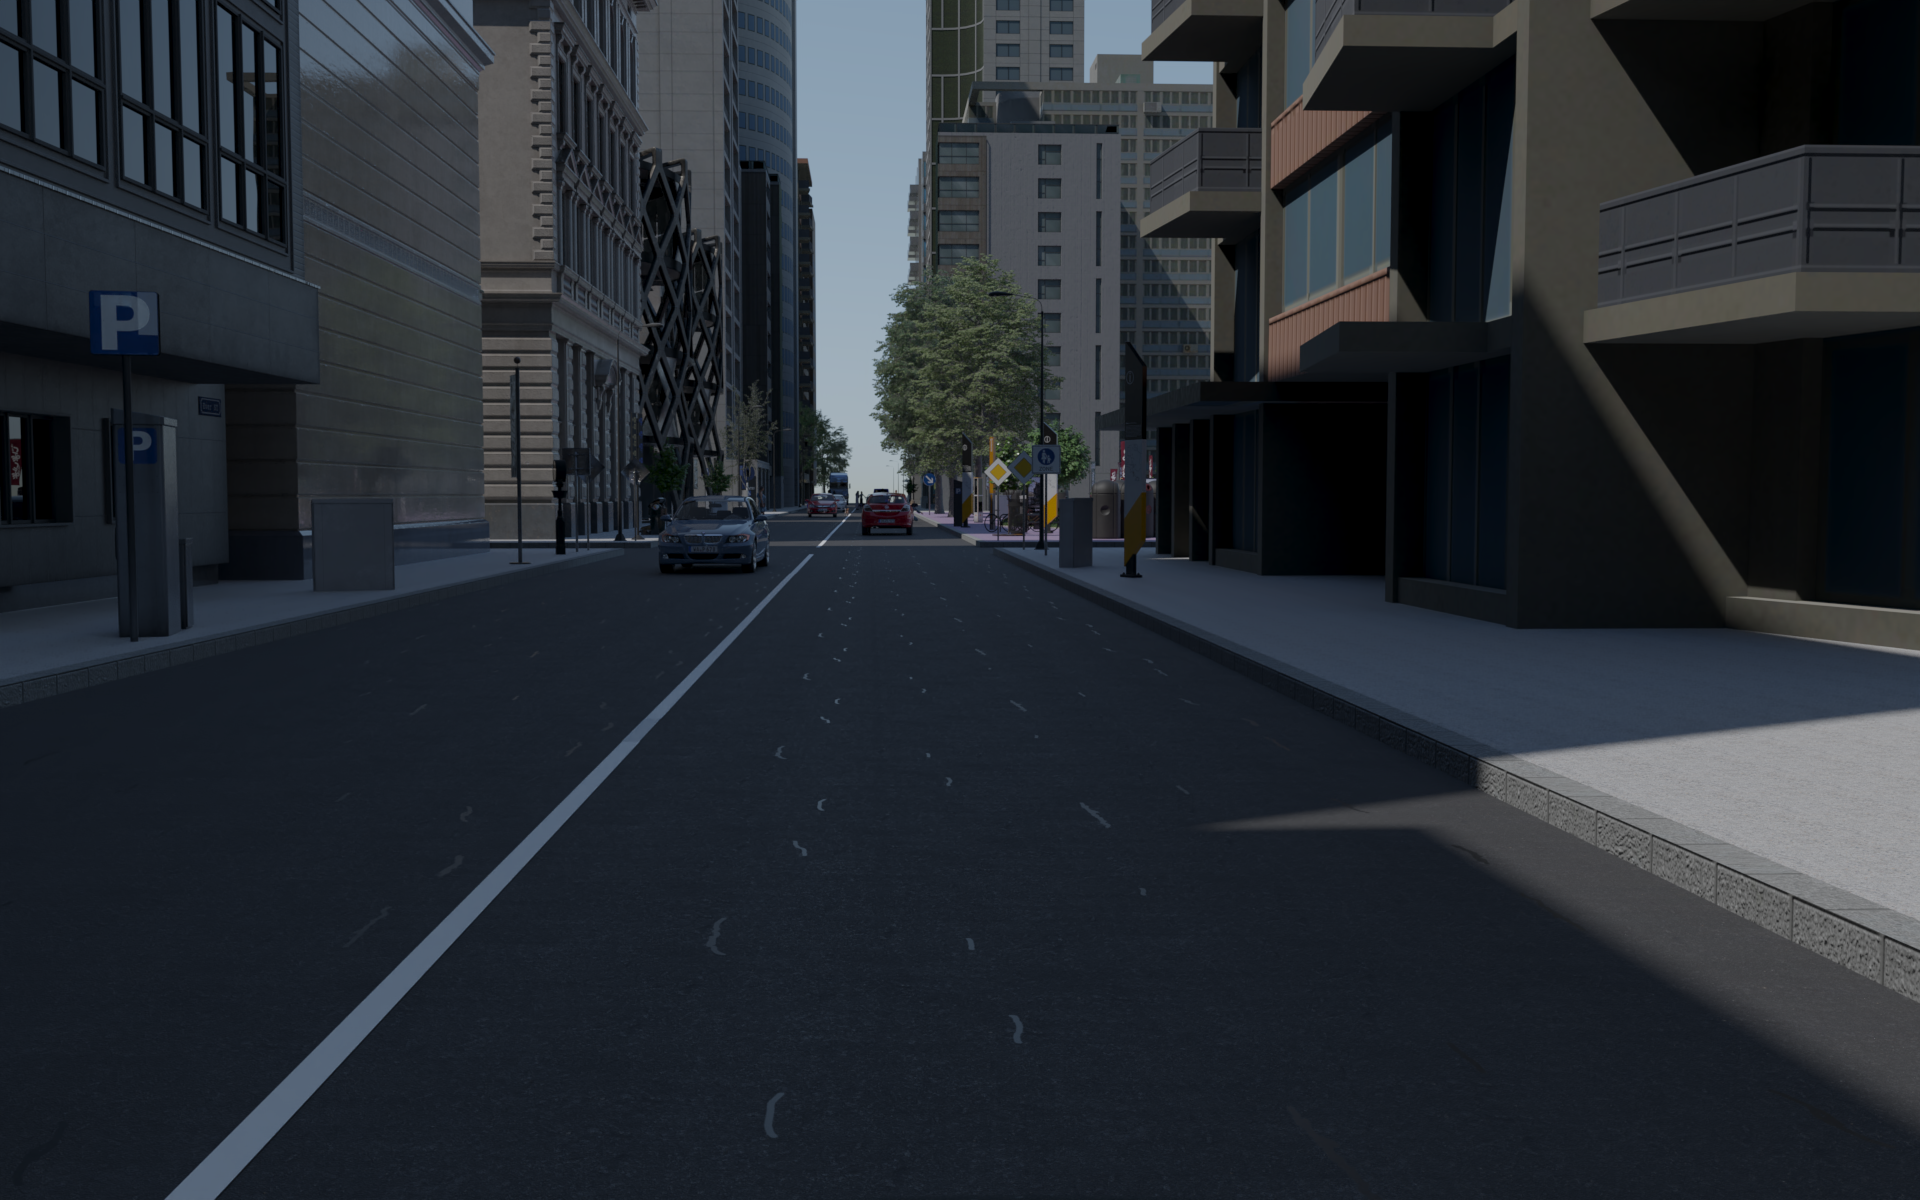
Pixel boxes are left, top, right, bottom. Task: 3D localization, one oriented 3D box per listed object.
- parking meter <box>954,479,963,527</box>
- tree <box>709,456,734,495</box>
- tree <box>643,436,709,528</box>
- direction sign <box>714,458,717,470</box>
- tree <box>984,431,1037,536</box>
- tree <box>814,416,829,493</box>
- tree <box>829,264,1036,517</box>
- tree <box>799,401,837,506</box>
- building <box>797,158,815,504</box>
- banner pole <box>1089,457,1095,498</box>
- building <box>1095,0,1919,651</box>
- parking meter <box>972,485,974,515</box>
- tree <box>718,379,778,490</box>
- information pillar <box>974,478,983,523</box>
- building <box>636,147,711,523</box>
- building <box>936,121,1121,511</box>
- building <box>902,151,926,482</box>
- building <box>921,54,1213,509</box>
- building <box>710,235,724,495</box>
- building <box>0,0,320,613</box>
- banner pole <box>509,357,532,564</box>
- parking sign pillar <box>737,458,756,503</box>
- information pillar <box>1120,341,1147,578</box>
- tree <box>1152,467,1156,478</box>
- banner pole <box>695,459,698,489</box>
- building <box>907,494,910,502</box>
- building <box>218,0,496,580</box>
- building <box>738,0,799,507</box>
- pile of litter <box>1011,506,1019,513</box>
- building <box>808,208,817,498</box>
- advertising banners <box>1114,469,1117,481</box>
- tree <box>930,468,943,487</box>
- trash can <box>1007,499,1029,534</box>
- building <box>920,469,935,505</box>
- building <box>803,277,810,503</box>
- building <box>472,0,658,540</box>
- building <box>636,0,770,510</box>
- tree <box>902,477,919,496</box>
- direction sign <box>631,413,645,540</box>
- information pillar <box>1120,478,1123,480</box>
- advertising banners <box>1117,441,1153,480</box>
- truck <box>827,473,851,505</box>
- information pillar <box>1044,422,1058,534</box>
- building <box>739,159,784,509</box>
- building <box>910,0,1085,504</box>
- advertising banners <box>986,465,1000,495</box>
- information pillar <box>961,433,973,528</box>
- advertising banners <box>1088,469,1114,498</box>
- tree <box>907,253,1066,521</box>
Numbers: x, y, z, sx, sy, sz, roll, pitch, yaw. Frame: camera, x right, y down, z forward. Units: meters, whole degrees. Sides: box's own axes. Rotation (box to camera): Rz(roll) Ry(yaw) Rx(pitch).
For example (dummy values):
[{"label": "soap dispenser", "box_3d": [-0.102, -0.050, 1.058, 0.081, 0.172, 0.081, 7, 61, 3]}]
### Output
[{"label": "parking meter", "box_3d": [-0.052, -3.831, 68.354, 0.399, 1.863, 0.255, 0, 4, 1]}, {"label": "tree", "box_3d": [-12.101, -5.676, 87.408, 1.663, 3.219, 1.824, 0, 3, 0]}, {"label": "tree", "box_3d": [-9.726, -3.875, 57.962, 1.663, 3.219, 1.824, 0, 3, 0]}, {"label": "direction sign", "box_3d": [-15.221, -7.108, 108.215, 0.379, 3.537, 0.876, -2, 4, -27]}, {"label": "tree", "box_3d": [1.396, -3.568, 52.933, 1.663, 3.219, 1.824, 0, 3, 0]}, {"label": "tree", "box_3d": [-21.974, -22.815, 279.677, 9.857, 13.997, 8.962, 0, 3, 0]}, {"label": "tree", "box_3d": [-0.395, -11.521, 95.017, 9.857, 13.997, 8.962, 0, 3, 0]}, {"label": "tree", "box_3d": [-17.643, -16.319, 192.578, 9.928, 11.665, 9.643, 0, 3, 0]}, {"label": "building", "box_3d": [-29.862, -34.580, 220.000, 22.147, 44.769, 28.867, 0, 4, -3]}, {"label": "banner pole", "box_3d": [8.881, -7.751, 116.740, 0.401, 3.779, 0.863, 3, 5, 41]}, {"label": "building", "box_3d": [14.464, -22.584, 23.878, 22.147, 44.769, 28.867, 0, 4, -3]}, {"label": "parking meter", "box_3d": [0.942, -6.148, 106.225, 0.255, 1.863, 0.399, 2, 4, 30]}, {"label": "tree", "box_3d": [-13.788, -9.881, 111.909, 4.360, 8.622, 3.978, 0, 3, 0]}, {"label": "information pillar", "box_3d": [0.824, -4.462, 77.444, 0.304, 2.012, 0.304, -3, 4, -37]}, {"label": "building", "box_3d": [-20.267, -12.711, 75.280, 16.820, 18.784, 16.811, 0, 4, -3]}, {"label": "building", "box_3d": [5.003, -22.417, 138.211, 14.160, 30.474, 14.107, 0, 4, -3]}, {"label": "building", "box_3d": [3.890, -38.136, 243.129, 23.786, 49.044, 30.456, 0, 4, -3]}, {"label": "building", "box_3d": [12.757, -28.473, 157.412, 32.217, 40.220, 23.993, 0, 4, -3]}, {"label": "building", "box_3d": [-21.933, -14.076, 97.587, 16.820, 18.784, 16.811, 0, 4, -3]}, {"label": "building", "box_3d": [-15.339, -13.356, 11.882, 14.314, 27.812, 24.014, 0, 4, -3]}, {"label": "banner pole", "box_3d": [-8.176, -2.561, 31.886, 0.401, 3.779, 0.863, -2, 4, -27]}, {"label": "parking sign pillar", "box_3d": [-14.639, -7.983, 118.989, 1.447, 3.967, 1.447, -3, 5, -44]}, {"label": "information pillar", "box_3d": [2.673, -2.148, 26.471, 0.183, 3.616, 0.504, -2, 4, -29]}, {"label": "tree", "box_3d": [11.901, -6.606, 102.616, 1.663, 3.219, 1.824, 0, 3, 0]}, {"label": "banner pole", "box_3d": [-16.553, -7.216, 108.004, 0.401, 3.779, 0.863, -3, 5, -39]}, {"label": "building", "box_3d": [7.900, -35.417, 270.947, 32.217, 40.220, 23.993, 0, 4, -3]}, {"label": "building", "box_3d": [-19.836, -14.986, 30.922, 20.117, 28.700, 13.634, 0, 4, -3]}, {"label": "building", "box_3d": [-26.982, -38.376, 169.446, 21.231, 58.520, 28.212, 0, 4, -3]}, {"label": "pile of litter", "box_3d": [2.918, -5.165, 98.406, 1.176, 0.858, 1.719, 0, 4, 4]}, {"label": "building", "box_3d": [-28.995, -37.494, 263.139, 14.600, 45.320, 14.200, 0, 4, -3]}, {"label": "advertising banners", "box_3d": [9.592, -6.079, 95.585, 2.074, 3.025, 0.090, -2, 4, -25]}, {"label": "tree", "box_3d": [-1.387, -10.787, 126.727, 4.737, 8.622, 4.395, 0, 3, 0]}, {"label": "trash can", "box_3d": [1.846, -2.659, 55.132, 0.748, 1.137, 0.748, 0, 3, 0]}, {"label": "building", "box_3d": [10.010, -20.756, 184.397, 27.650, 21.520, 28.899, 0, 4, -3]}, {"label": "building", "box_3d": [-32.441, -37.998, 244.971, 21.300, 48.544, 21.600, 0, 4, -3]}, {"label": "building", "box_3d": [-16.627, -13.950, 56.958, 11.050, 23.489, 19.941, 0, 4, -3]}, {"label": "building", "box_3d": [-25.105, -42.349, 130.658, 20.563, 71.187, 20.611, 0, 4, -3]}, {"label": "tree", "box_3d": [-4.900, -10.817, 171.463, 1.663, 3.219, 1.824, 0, 3, 0]}, {"label": "direction sign", "box_3d": [-9.041, -3.459, 48.549, 0.379, 3.537, 0.876, 1, 4, 9]}, {"label": "information pillar", "box_3d": [7.545, -4.584, 79.438, 0.304, 2.012, 0.304, -2, 4, -35]}, {"label": "advertising banners", "box_3d": [5.769, -3.665, 56.117, 0.090, 3.025, 2.074, -2, 4, -28]}, {"label": "truck", "box_3d": [-15.840, -14.480, 226.511, 2.967, 4.110, 18.799, 0, 4, -4]}, {"label": "information pillar", "box_3d": [2.928, -3.974, 56.328, 0.504, 3.616, 0.183, 2, 4, 26]}, {"label": "building", "box_3d": [-22.665, -23.099, 149.377, 14.160, 30.474, 14.107, 0, 4, -3]}, {"label": "building", "box_3d": [4.074, -47.626, 216.942, 20.563, 71.187, 20.611, 0, 4, -3]}, {"label": "advertising banners", "box_3d": [1.972, -6.615, 104.350, 0.090, 3.025, 2.074, 2, 4, 26]}, {"label": "information pillar", "box_3d": [0.276, -4.575, 66.152, 0.504, 3.616, 0.183, 3, 5, 42]}, {"label": "advertising banners", "box_3d": [9.897, -7.570, 119.957, 2.074, 3.025, 0.090, 1, 4, 16]}, {"label": "tree", "box_3d": [1.289, -10.039, 82.270, 7.486, 12.596, 7.792, 0, 3, 0]}]
